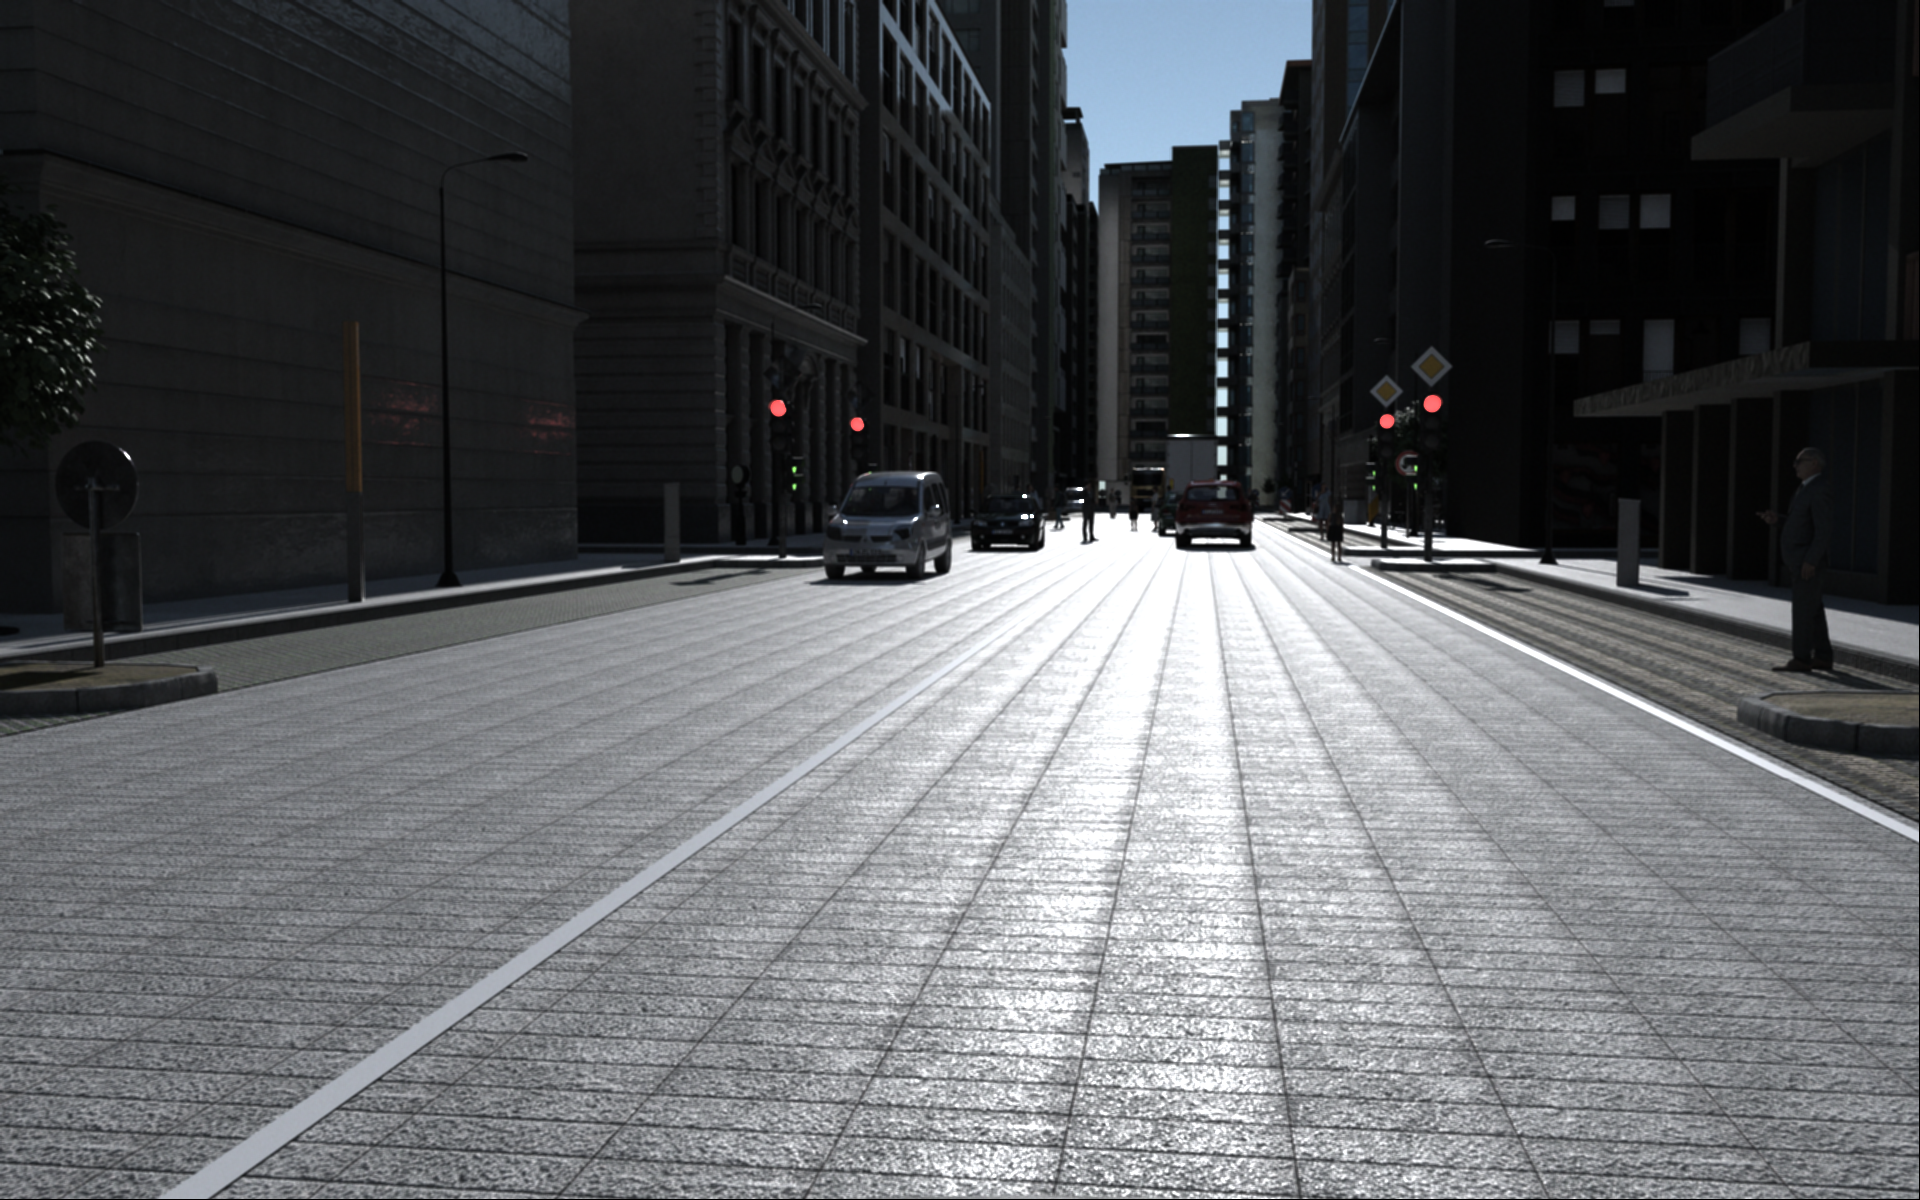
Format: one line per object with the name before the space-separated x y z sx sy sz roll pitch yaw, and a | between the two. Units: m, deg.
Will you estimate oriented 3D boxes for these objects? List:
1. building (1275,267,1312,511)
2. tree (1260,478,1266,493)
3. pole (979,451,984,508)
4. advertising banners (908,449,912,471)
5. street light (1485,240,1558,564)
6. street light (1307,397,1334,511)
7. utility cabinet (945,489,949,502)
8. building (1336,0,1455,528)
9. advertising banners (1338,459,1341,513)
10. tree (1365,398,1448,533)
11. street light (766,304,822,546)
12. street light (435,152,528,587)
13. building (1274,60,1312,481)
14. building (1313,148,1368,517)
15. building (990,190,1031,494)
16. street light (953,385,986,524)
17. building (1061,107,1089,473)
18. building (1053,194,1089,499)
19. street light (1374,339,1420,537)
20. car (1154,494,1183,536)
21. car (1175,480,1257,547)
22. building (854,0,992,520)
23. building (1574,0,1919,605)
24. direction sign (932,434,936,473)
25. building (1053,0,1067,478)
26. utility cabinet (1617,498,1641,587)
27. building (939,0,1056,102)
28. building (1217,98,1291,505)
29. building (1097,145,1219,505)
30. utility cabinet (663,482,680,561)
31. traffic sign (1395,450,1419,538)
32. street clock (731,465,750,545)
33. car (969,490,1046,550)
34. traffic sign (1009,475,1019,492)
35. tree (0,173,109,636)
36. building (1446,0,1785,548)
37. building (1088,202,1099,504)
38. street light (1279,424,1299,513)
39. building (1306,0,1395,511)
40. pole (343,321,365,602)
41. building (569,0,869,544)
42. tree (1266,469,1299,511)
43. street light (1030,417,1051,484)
building | 41.081 -18.326 144.673 27.650 21.520 28.899 0 4 8
tree | 30.006 -10.664 168.955 1.663 3.219 1.824 0 3 0
pole | 1.009 -5.378 81.778 0.158 3.312 0.155 0 3 0
advertising banners | -2.112 -4.309 66.644 0.090 3.025 2.074 1 4 14
street light | 10.299 -3.624 31.796 1.470 5.913 1.316 0 4 8
street light | 17.336 -6.763 83.122 1.470 5.913 1.316 0 4 8
utility cabinet | -0.932 -3.687 68.965 0.318 1.500 1.173 3 4 36
building | 25.468 -15.855 78.290 14.314 24.678 30.058 0 4 8
advertising banners | 16.774 -4.917 76.577 0.090 3.025 2.074 1 4 10
tree | 15.287 -4.544 58.000 4.285 4.588 4.351 0 3 0
street light | -4.069 -4.287 42.637 1.470 5.913 1.316 0 4 8
street light | -6.559 -3.134 23.777 1.470 5.913 1.316 0 4 8
building | 42.996 -31.700 172.920 22.147 44.769 28.867 0 4 8
building | 27.351 -16.821 103.903 11.050 23.489 19.941 0 4 8
building | -1.645 -15.421 106.887 10.420 20.320 16.860 0 4 8
street light | 0.406 -6.192 73.782 1.470 5.913 1.316 0 4 8
building | 6.676 -30.738 186.159 14.086 41.232 14.154 0 4 8
building | 4.866 -24.151 166.574 14.160 30.474 14.107 0 4 8
street light | 13.093 -4.856 51.944 1.470 5.913 1.316 0 4 8
car | 7.927 -3.023 61.216 2.131 1.459 4.920 0 4 6
car | 7.088 -2.413 48.128 2.281 1.827 5.304 1 4 10
building | -10.136 -16.971 81.988 19.350 26.468 34.151 0 4 8
building | 19.894 -22.034 14.888 22.147 44.769 28.867 0 4 8
direction sign | -0.981 -4.532 66.097 0.379 3.537 0.876 0 4 -8
building | -5.233 -34.056 146.052 28.713 52.752 27.495 0 4 8
utility cabinet | 9.459 -0.814 24.469 0.306 1.237 1.020 1 4 22
building | -0.718 -26.987 124.831 14.154 41.232 14.086 0 4 8
building | 46.319 -35.999 208.197 30.456 49.044 23.786 0 4 8
building | 23.610 -32.001 206.803 14.086 41.232 14.154 0 4 8
utility cabinet | -5.513 -1.493 33.085 0.318 1.500 1.173 -1 4 -9
traffic sign | 13.053 -3.078 50.424 0.768 2.556 0.104 1 4 11
street clock | -5.488 -2.370 43.317 0.471 2.002 0.358 3 5 41
car | 1.288 -2.187 45.542 2.009 1.686 4.222 0 4 6
traffic sign | 2.948 -5.659 94.651 0.606 2.300 0.079 1 4 15
tree | -9.412 -1.956 15.699 4.285 4.588 4.351 0 3 0
building | 21.978 -13.201 45.517 15.834 23.373 12.332 0 4 8
building | 5.871 -32.203 218.392 23.993 40.220 32.217 0 4 8
street light | 21.741 -8.681 114.470 1.470 5.913 1.316 0 4 8
building | 32.338 -28.927 123.065 14.600 45.320 14.200 0 4 8
pole | -7.201 -1.635 20.570 0.158 3.312 0.155 0 3 0
building | -9.694 -13.750 53.687 11.050 23.489 19.941 0 4 8
tree | 24.701 -8.379 131.606 1.663 3.219 1.824 0 3 0
street light | 4.805 -8.098 104.938 1.470 5.913 1.316 0 4 8
